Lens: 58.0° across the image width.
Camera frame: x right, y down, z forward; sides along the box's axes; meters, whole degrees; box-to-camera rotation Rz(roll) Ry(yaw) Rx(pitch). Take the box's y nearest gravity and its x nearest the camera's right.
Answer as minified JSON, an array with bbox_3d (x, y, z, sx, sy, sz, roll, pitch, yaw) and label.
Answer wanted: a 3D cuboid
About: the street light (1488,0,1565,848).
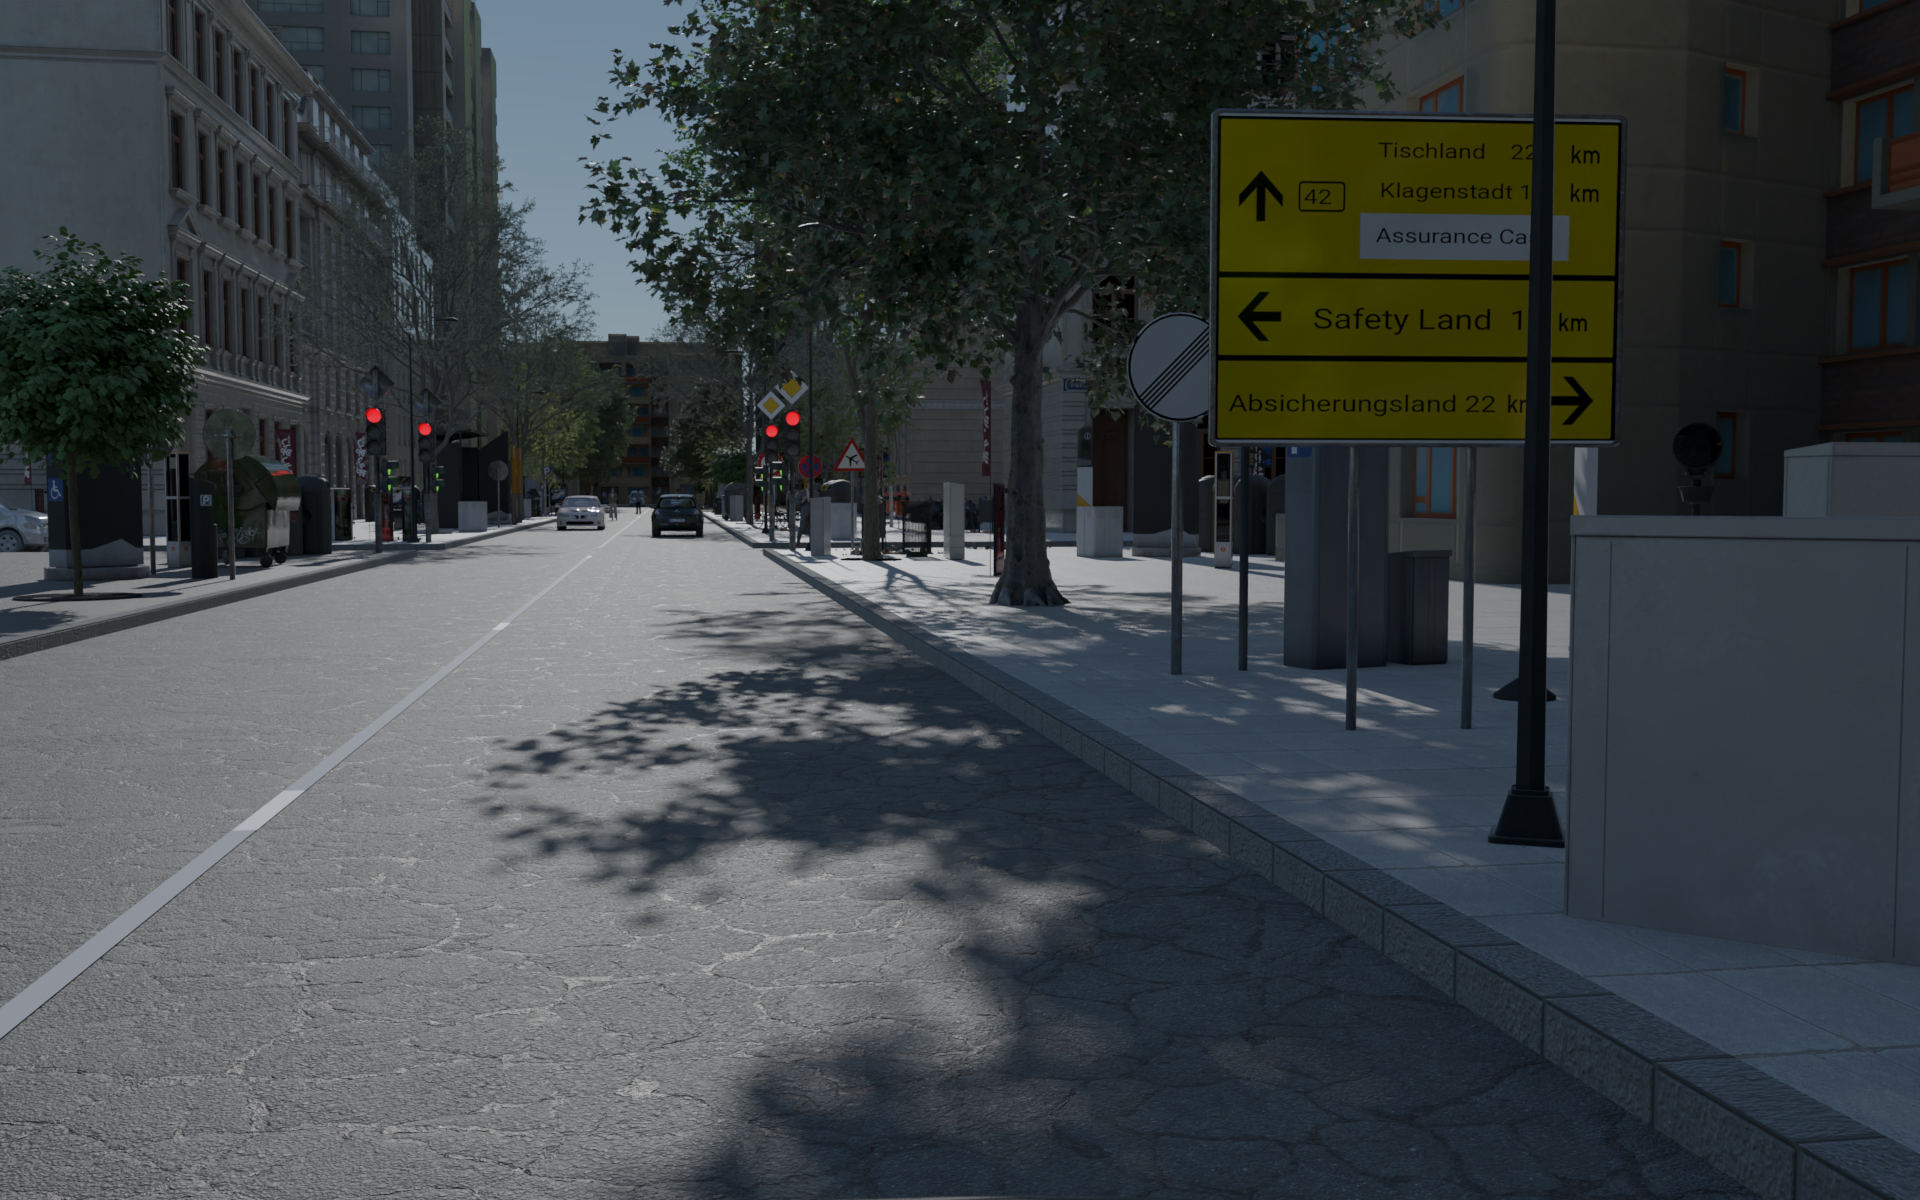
[{"bbox_3d":[1.583,-2.057,6.179,1.470,5.913,1.316,-1,4,-10],"label":"street light"}]

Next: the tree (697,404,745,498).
[{"bbox_3d":[-19.224,-11.466,137.833,4.360,8.622,3.978,0,3,0],"label":"tree"}]

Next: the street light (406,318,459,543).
[{"bbox_3d":[-13.883,-4.470,45.623,1.470,5.913,1.316,-1,4,-10],"label":"street light"}]

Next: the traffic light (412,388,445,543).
[{"bbox_3d":[-14.042,-3.473,45.706,0.839,4.253,0.868,-1,4,-10],"label":"traffic light"}]

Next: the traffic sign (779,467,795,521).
[{"bbox_3d":[-8.080,-4.939,80.853,0.768,2.556,0.104,0,4,-1],"label":"traffic sign"}]

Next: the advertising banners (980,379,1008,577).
[{"bbox_3d":[0.628,-1.901,27.277,0.090,3.025,2.074,1,4,18],"label":"advertising banners"}]

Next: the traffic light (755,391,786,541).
[{"bbox_3d":[-5.158,-3.565,47.214,0.839,4.253,0.868,-1,4,-10],"label":"traffic light"}]

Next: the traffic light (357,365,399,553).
[{"bbox_3d":[-12.715,-2.991,37.832,0.839,4.253,0.868,-1,4,-10],"label":"traffic light"}]

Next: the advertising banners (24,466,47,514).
[{"bbox_3d":[-26.518,-3.285,49.902,0.090,3.025,2.074,0,4,-4],"label":"advertising banners"}]

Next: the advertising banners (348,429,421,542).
[{"bbox_3d":[-15.510,-3.093,46.756,2.074,3.025,0.090,1,4,16],"label":"advertising banners"}]

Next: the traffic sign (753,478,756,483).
[{"bbox_3d":[-13.908,-7.012,114.744,0.768,2.556,0.104,0,4,-1],"label":"traffic sign"}]

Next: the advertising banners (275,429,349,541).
[{"bbox_3d":[-17.485,-3.106,46.970,2.074,3.025,0.090,-3,4,-37],"label":"advertising banners"}]

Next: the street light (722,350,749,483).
[{"bbox_3d":[-6.836,-5.105,56.006,1.470,5.913,1.316,-1,4,-10],"label":"street light"}]

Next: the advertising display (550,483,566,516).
[{"bbox_3d":[-24.050,-6.016,103.570,0.974,1.923,0.123,-3,5,-39],"label":"advertising display"}]

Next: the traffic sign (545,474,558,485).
[{"bbox_3d":[-24.628,-6.378,104.385,0.768,2.556,0.104,-1,4,-8],"label":"traffic sign"}]

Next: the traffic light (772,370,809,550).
[{"bbox_3d":[-3.832,-3.084,39.339,0.839,4.253,0.868,-1,4,-10],"label":"traffic light"}]

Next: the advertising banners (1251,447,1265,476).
[{"bbox_3d":[8.406,-3.484,53.157,2.074,3.025,0.090,1,4,9],"label":"advertising banners"}]

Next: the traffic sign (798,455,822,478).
[{"bbox_3d":[-4.890,-3.452,56.546,0.768,2.556,0.104,0,4,-5],"label":"traffic sign"}]

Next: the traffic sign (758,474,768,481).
[{"bbox_3d":[-9.642,-5.232,85.552,0.884,2.594,0.081,0,4,-3],"label":"traffic sign"}]

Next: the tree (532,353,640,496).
[{"bbox_3d":[-34.705,-15.566,161.158,9.857,13.997,8.962,0,3,0],"label":"tree"}]

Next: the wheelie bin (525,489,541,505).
[{"bbox_3d":[-25.071,-5.730,101.593,0.693,1.594,0.980,1,4,22],"label":"wheelie bin"}]

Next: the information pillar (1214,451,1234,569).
[{"bbox_3d":[4.545,-1.550,29.828,0.304,2.012,0.304,1,4,13],"label":"information pillar"}]

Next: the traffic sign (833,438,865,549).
[{"bbox_3d":[-2.498,-2.453,40.114,0.884,2.594,0.081,0,4,-4],"label":"traffic sign"}]

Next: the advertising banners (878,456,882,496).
[{"bbox_3d":[-3.820,-5.125,79.983,0.090,3.025,2.074,-1,4,-12],"label":"advertising banners"}]

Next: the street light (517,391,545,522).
[{"bbox_3d":[-19.411,-6.466,78.260,1.470,5.913,1.316,-1,4,-10],"label":"street light"}]

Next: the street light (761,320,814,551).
[{"bbox_3d":[-3.881,-4.054,38.826,1.470,5.913,1.316,-1,4,-10],"label":"street light"}]

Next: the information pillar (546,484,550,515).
[{"bbox_3d":[-25.533,-6.270,107.003,0.304,2.012,0.304,-1,4,-17],"label":"information pillar"}]

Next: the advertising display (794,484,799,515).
[{"bbox_3d":[-10.157,-6.207,106.698,0.123,1.923,0.974,1,4,19],"label":"advertising display"}]

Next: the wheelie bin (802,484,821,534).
[{"bbox_3d":[-4.649,-2.886,55.096,0.693,1.594,0.980,-3,5,-41],"label":"wheelie bin"}]

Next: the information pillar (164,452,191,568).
[{"bbox_3d":[-13.617,-1.571,30.174,0.304,2.012,0.304,1,4,20],"label":"information pillar"}]

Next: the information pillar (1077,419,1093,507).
[{"bbox_3d":[3.875,-3.799,53.464,0.504,3.616,0.183,1,4,22],"label":"information pillar"}]

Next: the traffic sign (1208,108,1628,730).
[{"bbox_3d":[2.451,-0.946,9.343,2.265,3.308,0.079,0,4,-4],"label":"traffic sign"}]

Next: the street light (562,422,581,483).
[{"bbox_3d":[-25.052,-8.515,111.757,1.470,5.913,1.316,-1,4,-10],"label":"street light"}]

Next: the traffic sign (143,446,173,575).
[{"bbox_3d":[-12.870,-1.679,27.557,0.768,2.556,0.104,0,4,-6],"label":"traffic sign"}]

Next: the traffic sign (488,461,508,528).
[{"bbox_3d":[-17.592,-4.029,65.985,0.768,2.556,0.104,0,4,-3],"label":"traffic sign"}]

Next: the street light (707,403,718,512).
[{"bbox_3d":[-12.216,-7.103,88.667,1.470,5.913,1.316,-1,4,-10],"label":"street light"}]

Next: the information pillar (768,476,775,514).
[{"bbox_3d":[-7.259,-4.606,66.661,0.183,3.616,0.504,-2,4,-32],"label":"information pillar"}]

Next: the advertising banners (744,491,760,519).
[{"bbox_3d":[-10.500,-5.707,89.500,0.090,3.025,2.074,-3,5,-44],"label":"advertising banners"}]

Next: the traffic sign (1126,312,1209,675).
[{"bbox_3d":[1.538,-0.742,12.240,0.768,2.556,0.104,0,4,-8],"label":"traffic sign"}]

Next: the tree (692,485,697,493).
[{"bbox_3d":[-28.070,-11.716,186.160,1.663,3.219,1.824,0,3,0],"label":"tree"}]

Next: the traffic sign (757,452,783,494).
[{"bbox_3d":[-5.577,-3.115,51.031,0.768,2.556,0.104,0,4,0],"label":"traffic sign"}]

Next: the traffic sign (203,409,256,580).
[{"bbox_3d":[-10.902,-1.576,25.875,0.768,2.556,0.104,0,4,-7],"label":"traffic sign"}]

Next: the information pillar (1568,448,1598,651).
[{"bbox_3d":[5.058,-1.383,13.966,0.183,3.616,0.504,0,4,8],"label":"information pillar"}]

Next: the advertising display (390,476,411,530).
[{"bbox_3d":[-20.302,-3.512,62.641,0.974,1.923,0.123,-1,4,-8],"label":"advertising display"}]
